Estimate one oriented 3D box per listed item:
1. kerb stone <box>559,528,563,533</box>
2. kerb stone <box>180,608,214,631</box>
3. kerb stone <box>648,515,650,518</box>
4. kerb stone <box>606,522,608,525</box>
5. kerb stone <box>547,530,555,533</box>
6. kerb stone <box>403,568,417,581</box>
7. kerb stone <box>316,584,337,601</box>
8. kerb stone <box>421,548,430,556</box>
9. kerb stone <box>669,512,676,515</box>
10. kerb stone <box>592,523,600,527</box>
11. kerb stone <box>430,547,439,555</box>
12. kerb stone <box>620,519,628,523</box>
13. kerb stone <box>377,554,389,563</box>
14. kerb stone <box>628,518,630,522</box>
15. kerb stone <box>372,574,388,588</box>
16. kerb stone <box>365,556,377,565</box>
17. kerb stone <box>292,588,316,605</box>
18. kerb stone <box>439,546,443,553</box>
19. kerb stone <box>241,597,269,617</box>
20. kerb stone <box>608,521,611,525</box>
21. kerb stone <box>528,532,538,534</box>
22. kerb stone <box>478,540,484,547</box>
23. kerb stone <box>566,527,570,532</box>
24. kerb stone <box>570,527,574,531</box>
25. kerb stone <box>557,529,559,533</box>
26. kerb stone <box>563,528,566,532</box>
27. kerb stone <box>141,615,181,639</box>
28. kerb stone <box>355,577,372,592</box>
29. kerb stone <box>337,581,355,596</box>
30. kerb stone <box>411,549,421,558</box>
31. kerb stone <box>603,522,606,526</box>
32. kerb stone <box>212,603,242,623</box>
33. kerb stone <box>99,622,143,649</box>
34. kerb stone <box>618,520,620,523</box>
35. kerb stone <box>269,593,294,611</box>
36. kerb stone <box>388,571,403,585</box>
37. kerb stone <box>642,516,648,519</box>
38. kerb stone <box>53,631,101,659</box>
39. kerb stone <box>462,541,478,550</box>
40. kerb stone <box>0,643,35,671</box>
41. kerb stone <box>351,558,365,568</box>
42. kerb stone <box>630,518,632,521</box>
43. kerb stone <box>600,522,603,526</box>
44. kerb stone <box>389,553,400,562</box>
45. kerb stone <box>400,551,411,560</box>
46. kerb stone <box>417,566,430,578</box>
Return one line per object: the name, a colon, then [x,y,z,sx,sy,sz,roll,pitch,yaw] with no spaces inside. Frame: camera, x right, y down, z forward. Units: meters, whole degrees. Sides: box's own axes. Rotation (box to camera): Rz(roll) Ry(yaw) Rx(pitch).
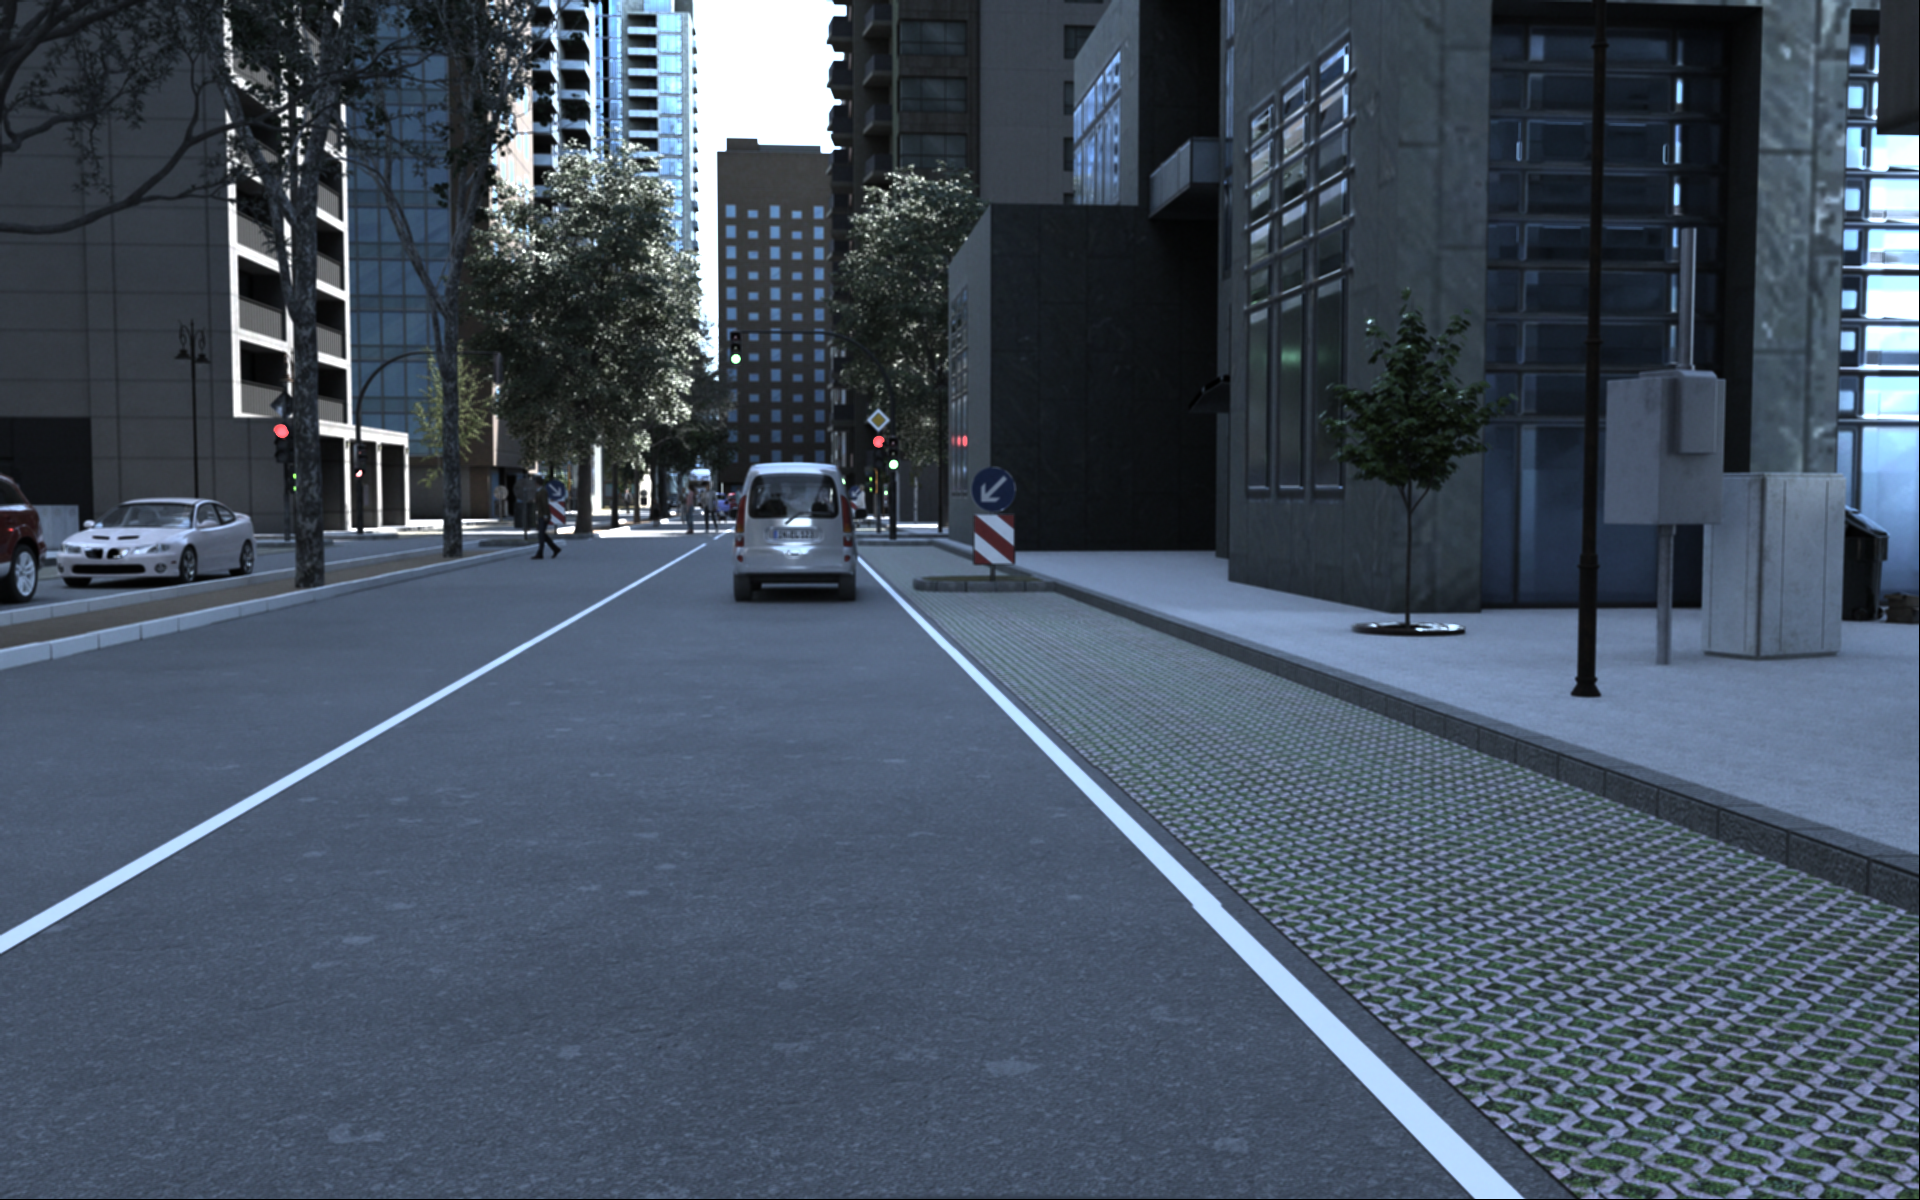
kerb stone: [-14.617,-2.482,62.789,0.120,0.150,1.000,0,4,-5]
kerb stone: [-8.257,0.223,18.565,0.120,0.150,1.000,0,4,-5]
kerb stone: [-18.257,-4.792,100.545,0.120,0.150,1.000,0,4,-5]
kerb stone: [-16.093,-3.417,78.099,0.120,0.150,1.000,0,4,-5]
kerb stone: [-14.427,-2.356,60.751,0.120,0.150,1.000,0,4,-5]
kerb stone: [-9.243,-0.404,28.799,0.120,0.150,1.000,0,4,-5]
kerb stone: [-8.748,-0.091,23.682,0.120,0.150,1.000,0,4,-5]
kerb stone: [-12.422,-1.079,39.838,0.120,0.150,1.000,0,4,-5]
kerb stone: [-20.412,-6.165,122.992,0.120,0.150,1.000,0,4,-5]
kerb stone: [-15.810,-3.232,75.042,0.120,0.150,1.000,0,4,-5]
kerb stone: [-12.511,-1.141,40.856,0.120,0.150,1.000,0,4,-5]
kerb stone: [-16.979,-3.980,87.265,0.120,0.150,1.000,0,4,-5]
kerb stone: [-12.022,-0.828,35.736,0.120,0.150,1.000,0,4,-5]
kerb stone: [-17.069,-4.036,88.283,0.120,0.150,1.000,0,4,-5]
kerb stone: [-9.050,-0.271,26.756,0.120,0.150,1.000,0,4,-5]
kerb stone: [-11.923,-0.766,34.712,0.120,0.150,1.000,0,4,-5]
kerb stone: [-8.658,-0.028,22.654,0.120,0.150,1.000,0,4,-5]
kerb stone: [-12.612,-1.204,41.875,0.120,0.150,1.000,0,4,-5]
kerb stone: [-8.460,0.097,20.604,0.120,0.150,1.000,0,4,-5]
kerb stone: [-16.188,-3.477,79.117,0.120,0.150,1.000,0,4,-5]
kerb stone: [-14.033,-2.108,56.664,0.120,0.150,1.000,0,4,-5]
kerb stone: [-13.102,-1.512,46.980,0.120,0.150,1.000,0,4,-5]
kerb stone: [-14.819,-2.608,64.830,0.120,0.150,1.000,0,4,-5]
kerb stone: [-14.916,-2.666,65.848,0.120,0.150,1.000,0,4,-5]
kerb stone: [-14.523,-2.421,61.771,0.120,0.150,1.000,0,4,-5]
kerb stone: [-14.719,-2.543,63.809,0.120,0.150,1.000,0,4,-5]
kerb stone: [-8.161,0.286,17.545,0.120,0.150,1.000,0,4,-5]
kerb stone: [-8.957,-0.210,25.738,0.120,0.150,1.000,0,4,-5]
kerb stone: [-8.856,-0.154,24.714,0.120,0.150,1.000,0,4,-5]
kerb stone: [-12.316,-1.015,38.817,0.120,0.150,1.000,0,4,-5]
kerb stone: [-15.998,-3.356,77.081,0.120,0.150,1.000,0,4,-5]
kerb stone: [-8.366,0.160,19.581,0.120,0.150,1.000,0,4,-5]
kerb stone: [-8.066,0.350,16.510,0.120,0.150,1.000,0,4,-5]
kerb stone: [-16.584,-3.726,83.195,0.120,0.150,1.000,0,4,-5]
kerb stone: [-8.556,0.037,21.637,0.120,0.150,1.000,0,4,-5]
kerb stone: [-9.147,-0.342,27.781,0.120,0.150,1.000,0,4,-5]
kerb stone: [-18.149,-4.730,99.524,0.120,0.150,1.000,0,4,-5]
kerb stone: [-7.969,0.418,15.489,0.120,0.150,1.000,0,4,-5]
kerb stone: [-13.010,-1.454,45.962,0.120,0.150,1.000,0,4,-5]
kerb stone: [-7.876,0.472,14.471,0.120,0.150,1.000,0,4,-5]
kerb stone: [-11.819,-0.703,33.696,0.120,0.150,1.000,0,4,-5]
kerb stone: [-17.170,-4.104,89.300,0.120,0.150,1.000,0,4,-5]
kerb stone: [-15.895,-3.295,76.061,0.120,0.150,1.000,0,4,-5]
kerb stone: [-12.118,-0.889,36.770,0.120,0.150,1.000,0,4,-5]
kerb stone: [-12.218,-0.954,37.790,0.120,0.150,1.000,0,4,-5]
kerb stone: [-9.341,-0.460,29.817,0.120,0.150,1.000,0,4,-5]
